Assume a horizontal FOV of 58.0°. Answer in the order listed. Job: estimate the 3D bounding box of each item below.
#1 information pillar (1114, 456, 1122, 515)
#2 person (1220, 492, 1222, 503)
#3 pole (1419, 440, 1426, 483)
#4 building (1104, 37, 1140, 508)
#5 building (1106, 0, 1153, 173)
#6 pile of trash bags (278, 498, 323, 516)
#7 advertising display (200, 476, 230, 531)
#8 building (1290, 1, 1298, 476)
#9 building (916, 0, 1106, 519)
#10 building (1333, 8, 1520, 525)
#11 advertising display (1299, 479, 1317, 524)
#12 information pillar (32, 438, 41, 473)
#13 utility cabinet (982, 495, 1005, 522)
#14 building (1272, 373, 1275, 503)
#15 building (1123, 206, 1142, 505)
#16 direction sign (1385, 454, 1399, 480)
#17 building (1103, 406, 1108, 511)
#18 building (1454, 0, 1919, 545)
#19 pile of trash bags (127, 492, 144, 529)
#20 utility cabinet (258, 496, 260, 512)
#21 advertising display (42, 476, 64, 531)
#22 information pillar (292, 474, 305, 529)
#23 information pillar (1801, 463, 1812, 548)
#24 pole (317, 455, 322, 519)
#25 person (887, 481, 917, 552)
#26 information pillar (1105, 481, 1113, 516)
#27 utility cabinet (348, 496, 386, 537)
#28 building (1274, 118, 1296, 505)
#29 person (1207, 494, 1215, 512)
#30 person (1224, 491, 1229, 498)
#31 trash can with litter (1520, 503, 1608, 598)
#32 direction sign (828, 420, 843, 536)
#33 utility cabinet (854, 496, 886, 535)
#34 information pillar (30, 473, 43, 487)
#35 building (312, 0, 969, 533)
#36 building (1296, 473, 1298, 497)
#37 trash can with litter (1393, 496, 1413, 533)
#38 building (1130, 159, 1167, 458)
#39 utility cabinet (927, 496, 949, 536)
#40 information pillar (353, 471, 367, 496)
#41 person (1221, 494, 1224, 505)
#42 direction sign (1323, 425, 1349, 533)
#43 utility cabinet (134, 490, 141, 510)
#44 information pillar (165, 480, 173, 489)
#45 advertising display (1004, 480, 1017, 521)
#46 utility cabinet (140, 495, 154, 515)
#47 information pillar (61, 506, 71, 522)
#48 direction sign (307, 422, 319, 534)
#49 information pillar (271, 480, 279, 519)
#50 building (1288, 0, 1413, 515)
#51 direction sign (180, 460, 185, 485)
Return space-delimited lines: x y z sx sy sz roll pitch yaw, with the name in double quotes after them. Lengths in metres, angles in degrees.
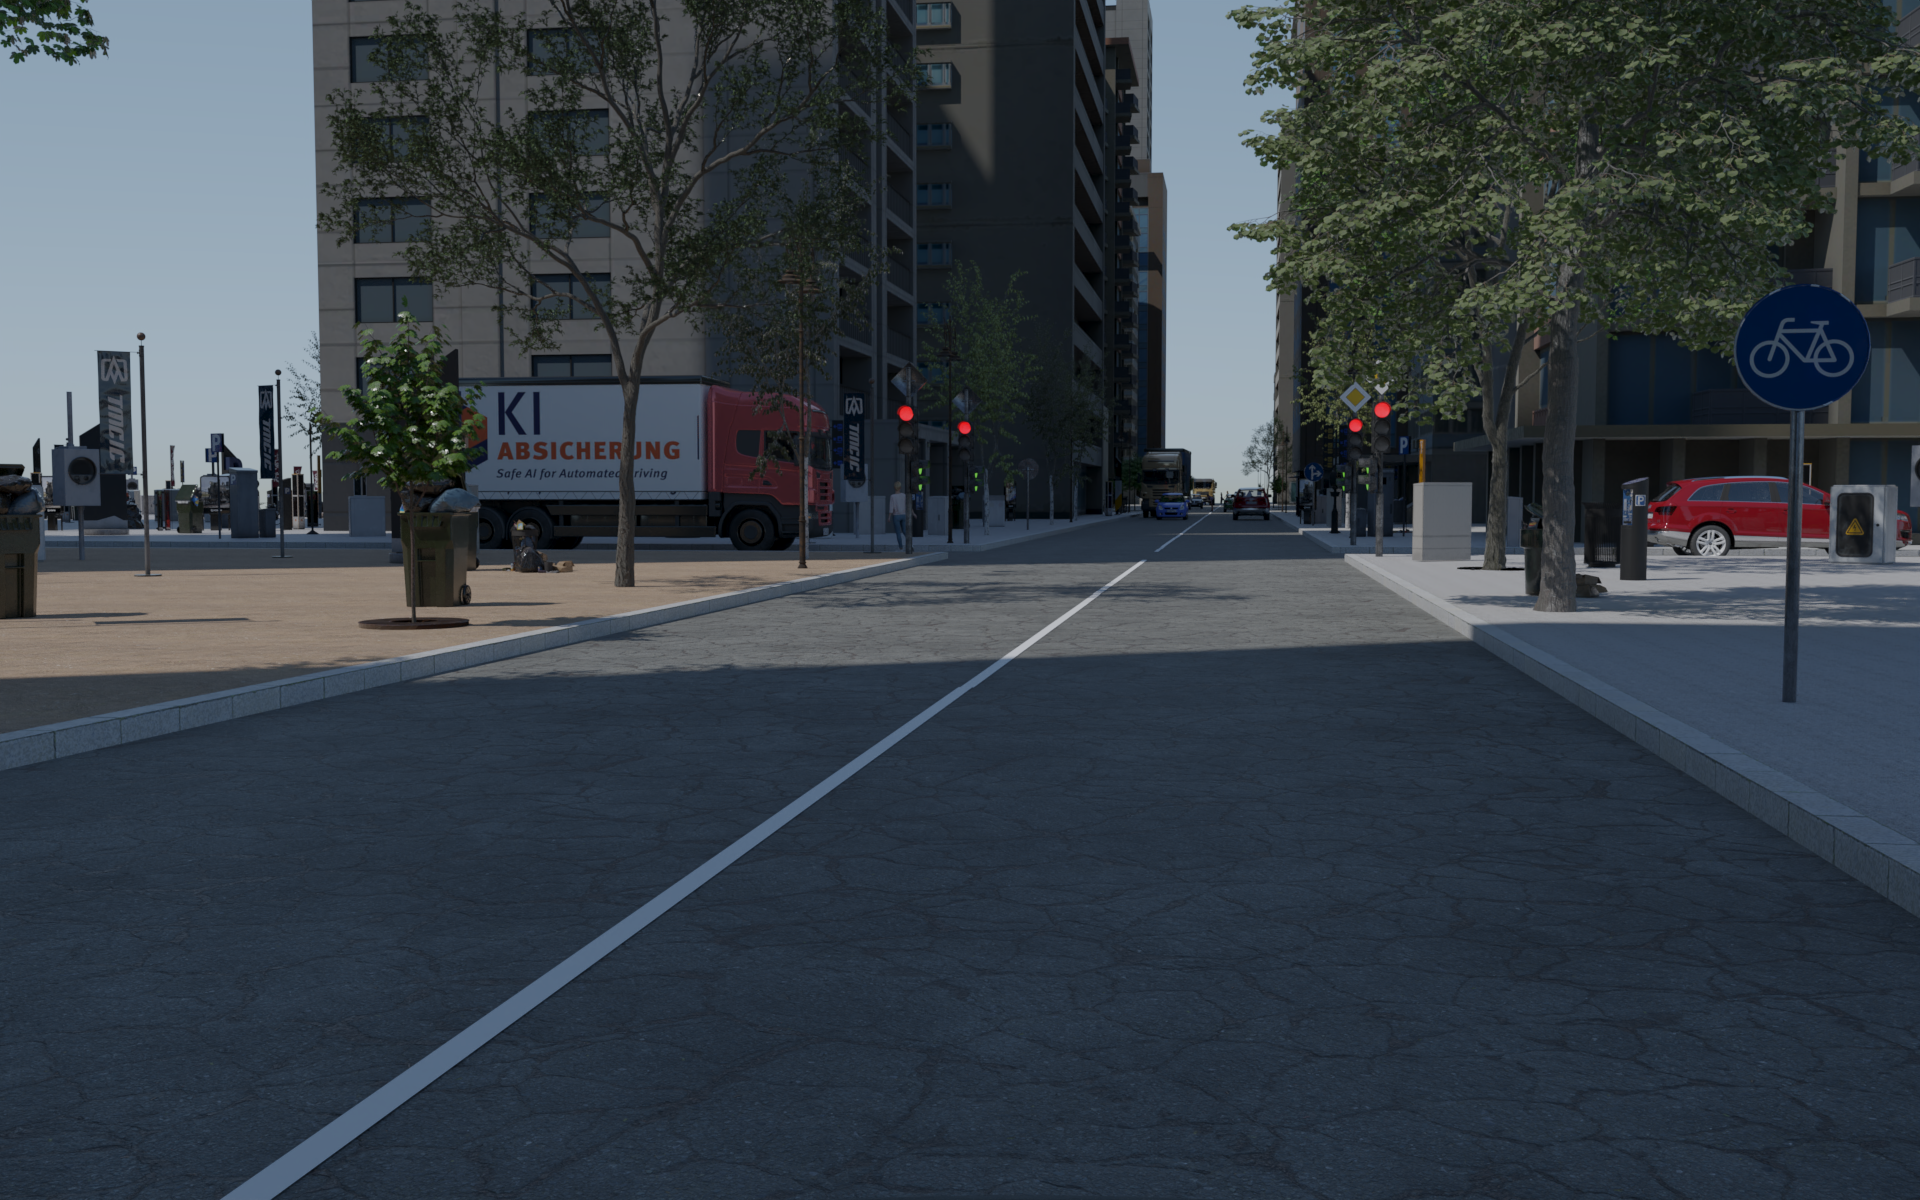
9.805 -7.091 107.290 0.183 3.616 0.504 -3 5 -40 "information pillar"
39.970 -15.618 264.654 0.445 1.727 0.742 0 4 8 "person"
17.345 -4.353 65.013 0.158 3.312 0.155 0 3 0 "pole"
5.620 -31.278 166.015 22.147 44.769 28.867 1 4 9 "building"
19.796 -49.902 254.145 20.563 71.187 20.611 1 4 9 "building"
-44.575 -6.524 116.419 1.912 1.369 3.447 1 4 21 "pile of trash bags"
-26.173 -3.405 60.882 0.974 1.923 0.123 -2 4 -28 "advertising display"
47.816 -35.749 173.727 28.713 52.752 27.495 1 4 9 "building"
-3.162 -29.062 98.864 21.300 48.544 21.600 1 4 9 "building"
33.603 -23.608 77.865 32.217 40.220 23.993 1 4 9 "building"
14.749 -4.175 73.476 0.123 1.923 0.974 -2 4 -32 "advertising display"
-38.376 -4.936 72.064 0.183 3.616 0.504 0 4 1 "information pillar"
1.547 -4.185 79.590 1.020 1.237 0.306 0 4 2 "utility cabinet"
57.293 -24.014 237.668 27.650 21.520 28.899 1 4 9 "building"
9.670 -32.172 217.894 32.217 40.220 23.993 1 4 9 "building"
24.274 -6.433 97.169 0.876 3.537 0.379 2 4 34 "direction sign"
0.969 -50.309 135.225 22.319 86.520 31.000 1 4 9 "building"
30.135 -24.224 50.689 28.867 44.769 22.147 1 4 9 "building"
-31.409 -3.358 64.660 1.912 1.369 3.447 -1 4 -19 "pile of trash bags"
-24.693 -3.009 60.354 0.306 1.237 1.020 0 4 -4 "utility cabinet"
-31.779 -3.388 60.612 0.974 1.923 0.123 1 4 21 "advertising display"
-24.015 -3.570 62.859 0.304 2.012 0.304 2 4 26 "information pillar"
20.236 -2.271 41.629 0.304 2.012 0.304 1 4 11 "information pillar"
-33.574 -5.927 90.749 0.158 3.312 0.155 0 3 0 "pole"
-1.335 -2.021 42.208 0.731 1.740 0.598 -3 5 -44 "person"
8.820 -6.059 103.550 0.304 2.012 0.304 0 4 7 "information pillar"
-17.900 -2.515 52.284 1.020 1.237 0.306 -2 4 -30 "utility cabinet"
49.732 -35.987 212.091 21.300 48.544 21.600 1 4 9 "building"
20.182 -7.808 139.401 0.697 1.427 0.421 -1 4 -16 "person"
31.350 -11.913 203.282 0.705 1.822 1.348 -1 4 -18 "person"
7.603 -0.635 21.776 1.055 1.170 0.624 3 5 39 "trash can with litter"
-4.012 -3.737 53.098 0.876 3.537 0.379 0 4 -4 "direction sign"
-2.874 -2.680 54.982 1.020 1.237 0.306 -2 4 -32 "utility cabinet"
-31.510 -3.342 59.136 0.304 2.012 0.304 -1 4 -14 "information pillar"
-10.405 -38.416 66.360 20.563 71.187 20.611 1 4 9 "building"
37.225 -28.783 154.193 14.154 41.232 14.086 1 4 9 "building"
14.868 -2.816 57.094 2.233 1.210 1.678 1 4 10 "trash can with litter"
20.871 -35.826 235.862 14.600 45.320 14.200 1 4 9 "building"
-0.638 -2.618 53.968 0.306 1.237 1.020 -2 4 -32 "utility cabinet"
-19.315 -3.137 55.783 0.304 2.012 0.304 1 4 10 "information pillar"
35.451 -13.592 233.958 0.599 1.433 0.991 0 4 -5 "person"
12.328 -3.965 56.821 0.876 3.537 0.379 0 4 -5 "direction sign"
-45.359 -5.247 94.469 1.173 1.500 0.318 0 4 -4 "utility cabinet"
-42.210 -5.383 92.500 0.304 2.012 0.304 0 4 -6 "information pillar"
2.363 -4.679 81.715 0.123 1.923 0.974 2 4 33 "advertising display"
-50.782 -5.937 108.231 0.306 1.237 1.020 2 4 25 "utility cabinet"
-41.405 -4.626 80.130 0.304 2.012 0.304 2 4 32 "information pillar"
-20.607 -3.855 55.023 0.379 3.537 0.876 -1 4 -18 "direction sign"
-35.215 -5.170 89.014 0.304 2.012 0.304 -2 4 -28 "information pillar"
27.813 -27.884 106.019 14.600 45.320 14.200 1 4 9 "building"
-52.344 -7.623 116.633 0.379 3.537 0.876 -1 4 -9 "direction sign"
